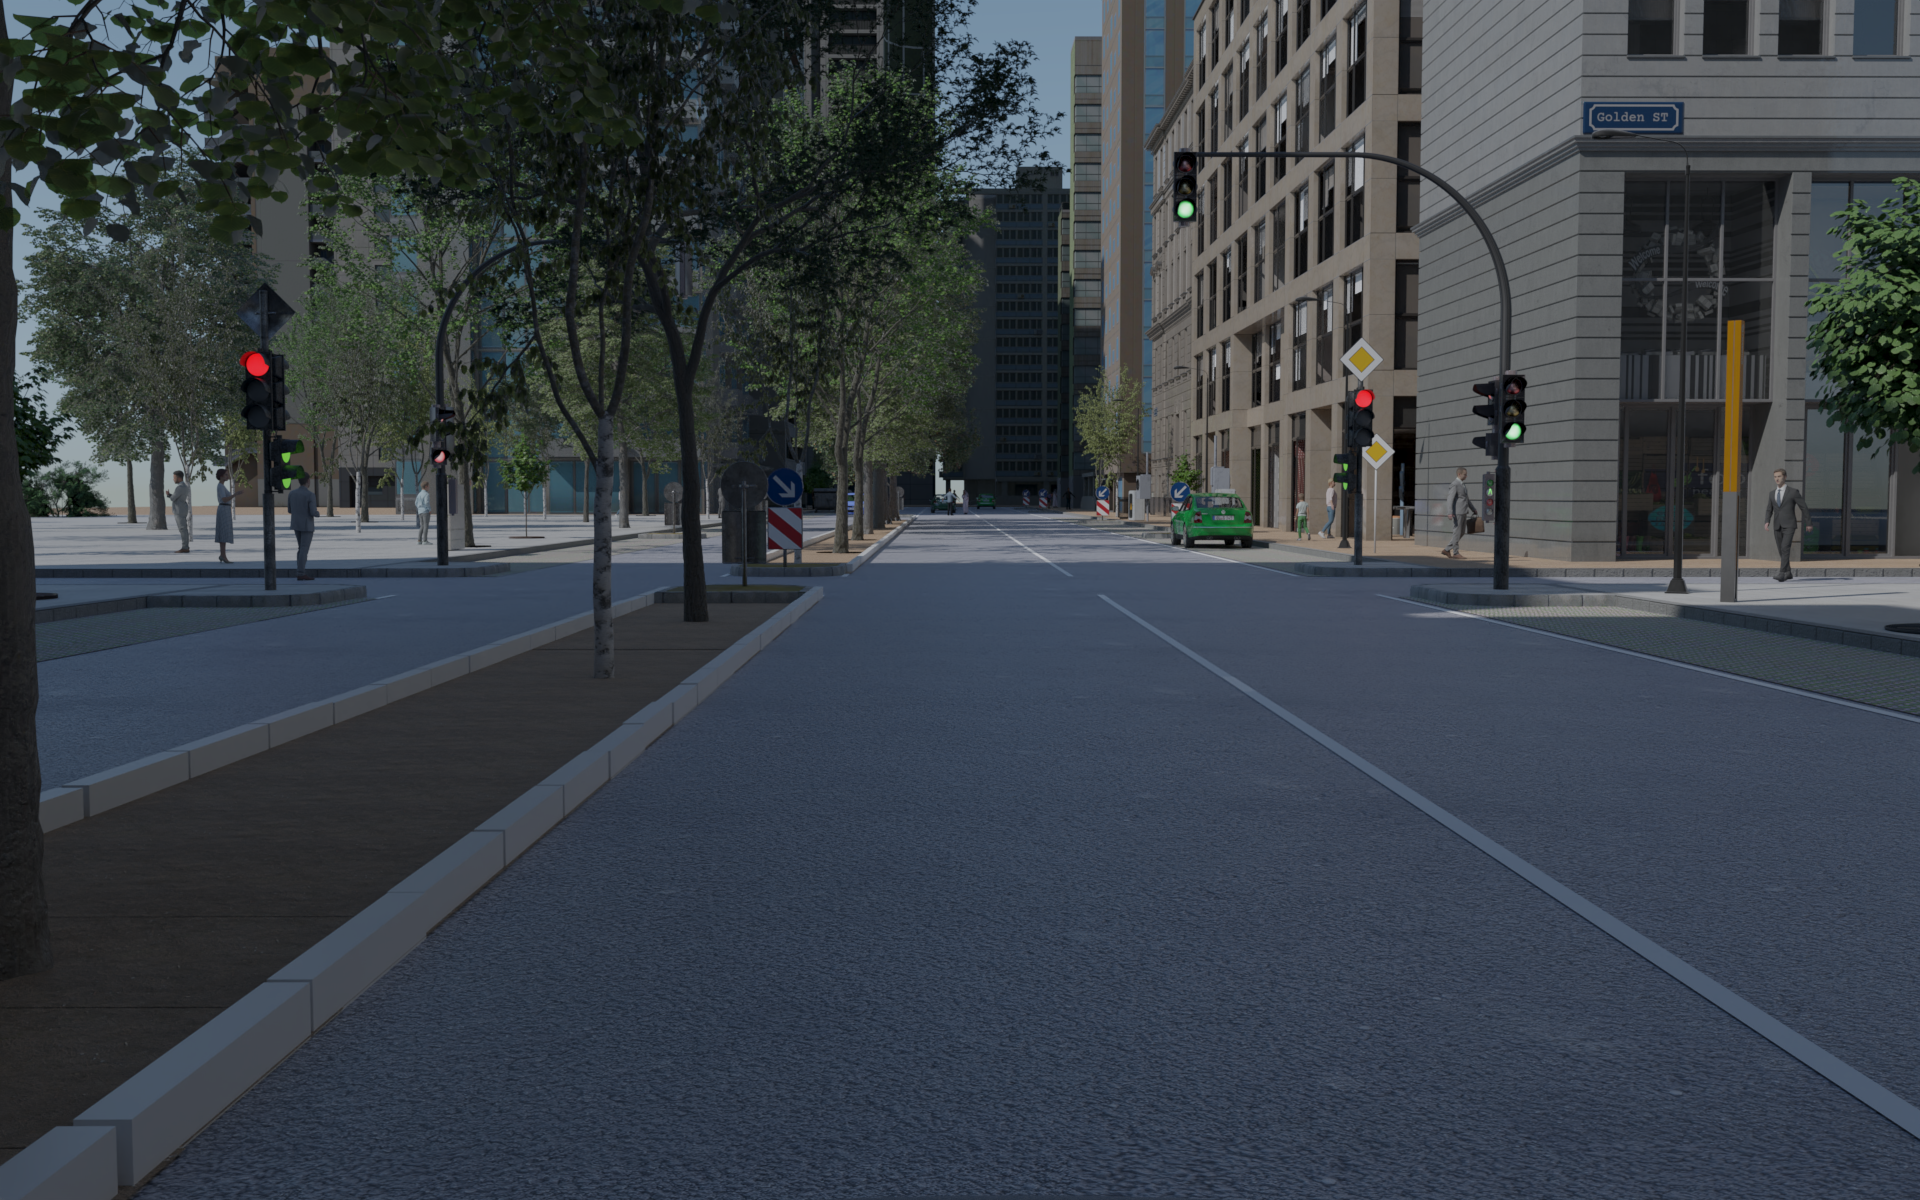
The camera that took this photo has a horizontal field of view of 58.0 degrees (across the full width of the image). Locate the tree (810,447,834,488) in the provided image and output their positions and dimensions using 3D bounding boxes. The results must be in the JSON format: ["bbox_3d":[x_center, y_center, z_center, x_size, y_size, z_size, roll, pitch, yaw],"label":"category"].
[{"bbox_3d":[-13.768,-14.249,183.332,4.737,8.622,4.395,0,3,0],"label":"tree"}]

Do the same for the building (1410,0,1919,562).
[{"bbox_3d":[26.235,-15.895,37.378,29.804,29.767,11.434,0,4,-1],"label":"building"}]

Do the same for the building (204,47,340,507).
[{"bbox_3d":[-64.529,-31.903,171.729,14.200,45.320,14.600,0,4,-1],"label":"building"}]

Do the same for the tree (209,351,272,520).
[{"bbox_3d":[-35.592,-8.251,85.259,4.737,8.622,4.395,0,3,0],"label":"tree"}]

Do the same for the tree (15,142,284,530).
[{"bbox_3d":[-28.856,-9.492,61.842,9.857,13.997,8.962,0,3,0],"label":"tree"}]

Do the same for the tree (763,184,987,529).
[{"bbox_3d":[-3.423,-9.903,71.020,9.857,13.997,8.962,0,3,0],"label":"tree"}]

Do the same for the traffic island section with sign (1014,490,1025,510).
[{"bbox_3d":[5.996,-9.297,160.631,1.989,1.847,2.006,0,4,-1],"label":"traffic island section with sign"}]

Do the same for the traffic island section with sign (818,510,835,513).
[{"bbox_3d":[-9.954,-7.604,132.945,1.989,1.847,2.006,0,4,-1],"label":"traffic island section with sign"}]

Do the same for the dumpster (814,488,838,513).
[{"bbox_3d":[-10.046,-7.428,129.655,1.865,1.857,1.264,0,4,-3],"label":"dumpster"}]

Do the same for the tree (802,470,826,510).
[{"bbox_3d":[-12.322,-8.956,141.030,1.663,3.219,1.824,0,3,0],"label":"tree"}]

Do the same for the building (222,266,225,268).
[{"bbox_3d":[-75.587,-26.079,198.091,14.107,30.474,14.160,0,4,-1],"label":"building"}]

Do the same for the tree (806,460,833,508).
[{"bbox_3d":[-13.408,-11.014,163.792,4.285,4.588,4.351,0,3,0],"label":"tree"}]

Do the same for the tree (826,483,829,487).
[{"bbox_3d":[-12.804,-10.009,158.253,1.663,3.219,1.824,0,3,0],"label":"tree"}]

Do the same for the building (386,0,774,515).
[{"bbox_3d":[-25.813,-30.640,120.572,23.786,49.044,30.456,0,4,-1],"label":"building"}]

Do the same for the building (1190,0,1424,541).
[{"bbox_3d":[20.577,-15.857,63.782,19.350,26.468,34.151,0,4,-1],"label":"building"}]

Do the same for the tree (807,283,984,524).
[{"bbox_3d":[-3.527,-10.490,90.975,9.611,12.733,9.660,0,3,0],"label":"tree"}]

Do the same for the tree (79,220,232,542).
[{"bbox_3d":[-20.829,-5.857,46.119,4.360,8.622,3.978,0,3,0],"label":"tree"}]

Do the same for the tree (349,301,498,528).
[{"bbox_3d":[-20.675,-7.052,65.661,4.737,8.622,4.395,0,3,0],"label":"tree"}]

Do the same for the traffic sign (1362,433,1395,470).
[{"bbox_3d":[9.023,-2.310,37.498,0.795,2.593,0.064,1,4,8],"label":"traffic sign"}]

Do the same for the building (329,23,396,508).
[{"bbox_3d":[-47.094,-44.626,167.881,20.611,71.187,20.563,0,4,-1],"label":"building"}]

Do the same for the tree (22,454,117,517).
[{"bbox_3d":[-56.332,-11.723,93.488,13.155,14.587,18.604,2,4,30],"label":"tree"}]

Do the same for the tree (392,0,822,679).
[{"bbox_3d":[-2.779,-3.706,13.407,4.360,8.622,3.978,0,3,0],"label":"tree"}]

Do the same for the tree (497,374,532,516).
[{"bbox_3d":[-26.735,-8.941,96.554,4.737,8.622,4.395,0,3,0],"label":"tree"}]

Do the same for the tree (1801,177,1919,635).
[{"bbox_3d":[9.356,-1.968,15.891,4.285,4.588,4.351,0,3,0],"label":"tree"}]

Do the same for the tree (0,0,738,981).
[{"bbox_3d":[-3.062,-5.177,5.220,7.486,12.596,7.792,0,3,0],"label":"tree"}]

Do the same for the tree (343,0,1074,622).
[{"bbox_3d":[-2.935,-5.049,19.415,8.767,10.594,7.601,0,4,-1],"label":"tree"}]

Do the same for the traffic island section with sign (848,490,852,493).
[{"bbox_3d":[-10.221,-9.287,160.466,1.989,1.847,2.006,0,4,-1],"label":"traffic island section with sign"}]

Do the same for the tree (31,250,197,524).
[{"bbox_3d":[-36.265,-9.140,75.191,9.928,11.665,9.643,0,3,0],"label":"tree"}]

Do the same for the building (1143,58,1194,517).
[{"bbox_3d":[17.476,-18.144,93.913,12.463,27.353,25.104,0,4,-1],"label":"building"}]

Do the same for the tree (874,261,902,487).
[{"bbox_3d":[-3.093,-4.893,32.827,4.360,8.622,3.978,0,3,0],"label":"tree"}]

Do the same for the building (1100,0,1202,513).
[{"bbox_3d":[17.356,-28.763,120.387,14.600,45.320,14.200,0,4,-1],"label":"building"}]

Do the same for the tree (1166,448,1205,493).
[{"bbox_3d":[9.571,-4.837,73.679,1.663,3.219,1.824,0,3,0],"label":"tree"}]

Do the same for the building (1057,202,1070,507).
[{"bbox_3d":[16.675,-24.573,173.463,14.160,30.474,14.107,0,4,-1],"label":"building"}]

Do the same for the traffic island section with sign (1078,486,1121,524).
[{"bbox_3d":[6.731,-4.599,83.823,1.989,1.847,2.006,0,4,-1],"label":"traffic island section with sign"}]

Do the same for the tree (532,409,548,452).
[{"bbox_3d":[-25.687,-9.279,102.071,4.737,8.622,4.395,0,3,0],"label":"tree"}]

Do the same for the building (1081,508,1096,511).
[{"bbox_3d":[26.456,-27.395,139.785,32.217,40.220,23.993,0,4,-1],"label":"building"}]

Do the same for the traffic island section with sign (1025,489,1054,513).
[{"bbox_3d":[6.260,-7.648,133.677,1.989,1.847,2.006,0,4,-1],"label":"traffic island section with sign"}]

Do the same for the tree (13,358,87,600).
[{"bbox_3d":[-11.737,-1.617,21.043,1.663,3.219,1.824,0,3,0],"label":"tree"}]

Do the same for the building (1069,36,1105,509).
[{"bbox_3d":[16.952,-29.066,158.823,14.154,41.232,14.086,0,4,-1],"label":"building"}]

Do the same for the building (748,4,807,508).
[{"bbox_3d":[-24.645,-32.005,146.982,21.300,48.544,21.600,0,4,-1],"label":"building"}]

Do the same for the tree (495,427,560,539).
[{"bbox_3d":[-12.694,-3.396,50.132,1.663,3.219,1.824,0,3,0],"label":"tree"}]

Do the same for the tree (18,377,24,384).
[{"bbox_3d":[-38.956,-7.164,67.495,4.360,8.622,3.978,0,3,0],"label":"tree"}]

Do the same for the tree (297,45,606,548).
[{"bbox_3d":[-12.060,-7.074,41.413,9.928,11.665,9.643,0,3,0],"label":"tree"}]

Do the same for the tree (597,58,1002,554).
[{"bbox_3d":[-2.751,-6.914,41.249,9.928,11.665,9.643,0,3,0],"label":"tree"}]

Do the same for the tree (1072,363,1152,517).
[{"bbox_3d":[8.539,-8.939,96.513,4.737,8.622,4.395,0,3,0],"label":"tree"}]

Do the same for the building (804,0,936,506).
[{"bbox_3d":[-13.176,-46.632,200.688,20.611,71.187,20.563,0,4,-1],"label":"building"}]

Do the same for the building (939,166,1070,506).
[{"bbox_3d":[9.463,-31.574,208.115,23.993,40.220,32.217,0,4,-1],"label":"building"}]
